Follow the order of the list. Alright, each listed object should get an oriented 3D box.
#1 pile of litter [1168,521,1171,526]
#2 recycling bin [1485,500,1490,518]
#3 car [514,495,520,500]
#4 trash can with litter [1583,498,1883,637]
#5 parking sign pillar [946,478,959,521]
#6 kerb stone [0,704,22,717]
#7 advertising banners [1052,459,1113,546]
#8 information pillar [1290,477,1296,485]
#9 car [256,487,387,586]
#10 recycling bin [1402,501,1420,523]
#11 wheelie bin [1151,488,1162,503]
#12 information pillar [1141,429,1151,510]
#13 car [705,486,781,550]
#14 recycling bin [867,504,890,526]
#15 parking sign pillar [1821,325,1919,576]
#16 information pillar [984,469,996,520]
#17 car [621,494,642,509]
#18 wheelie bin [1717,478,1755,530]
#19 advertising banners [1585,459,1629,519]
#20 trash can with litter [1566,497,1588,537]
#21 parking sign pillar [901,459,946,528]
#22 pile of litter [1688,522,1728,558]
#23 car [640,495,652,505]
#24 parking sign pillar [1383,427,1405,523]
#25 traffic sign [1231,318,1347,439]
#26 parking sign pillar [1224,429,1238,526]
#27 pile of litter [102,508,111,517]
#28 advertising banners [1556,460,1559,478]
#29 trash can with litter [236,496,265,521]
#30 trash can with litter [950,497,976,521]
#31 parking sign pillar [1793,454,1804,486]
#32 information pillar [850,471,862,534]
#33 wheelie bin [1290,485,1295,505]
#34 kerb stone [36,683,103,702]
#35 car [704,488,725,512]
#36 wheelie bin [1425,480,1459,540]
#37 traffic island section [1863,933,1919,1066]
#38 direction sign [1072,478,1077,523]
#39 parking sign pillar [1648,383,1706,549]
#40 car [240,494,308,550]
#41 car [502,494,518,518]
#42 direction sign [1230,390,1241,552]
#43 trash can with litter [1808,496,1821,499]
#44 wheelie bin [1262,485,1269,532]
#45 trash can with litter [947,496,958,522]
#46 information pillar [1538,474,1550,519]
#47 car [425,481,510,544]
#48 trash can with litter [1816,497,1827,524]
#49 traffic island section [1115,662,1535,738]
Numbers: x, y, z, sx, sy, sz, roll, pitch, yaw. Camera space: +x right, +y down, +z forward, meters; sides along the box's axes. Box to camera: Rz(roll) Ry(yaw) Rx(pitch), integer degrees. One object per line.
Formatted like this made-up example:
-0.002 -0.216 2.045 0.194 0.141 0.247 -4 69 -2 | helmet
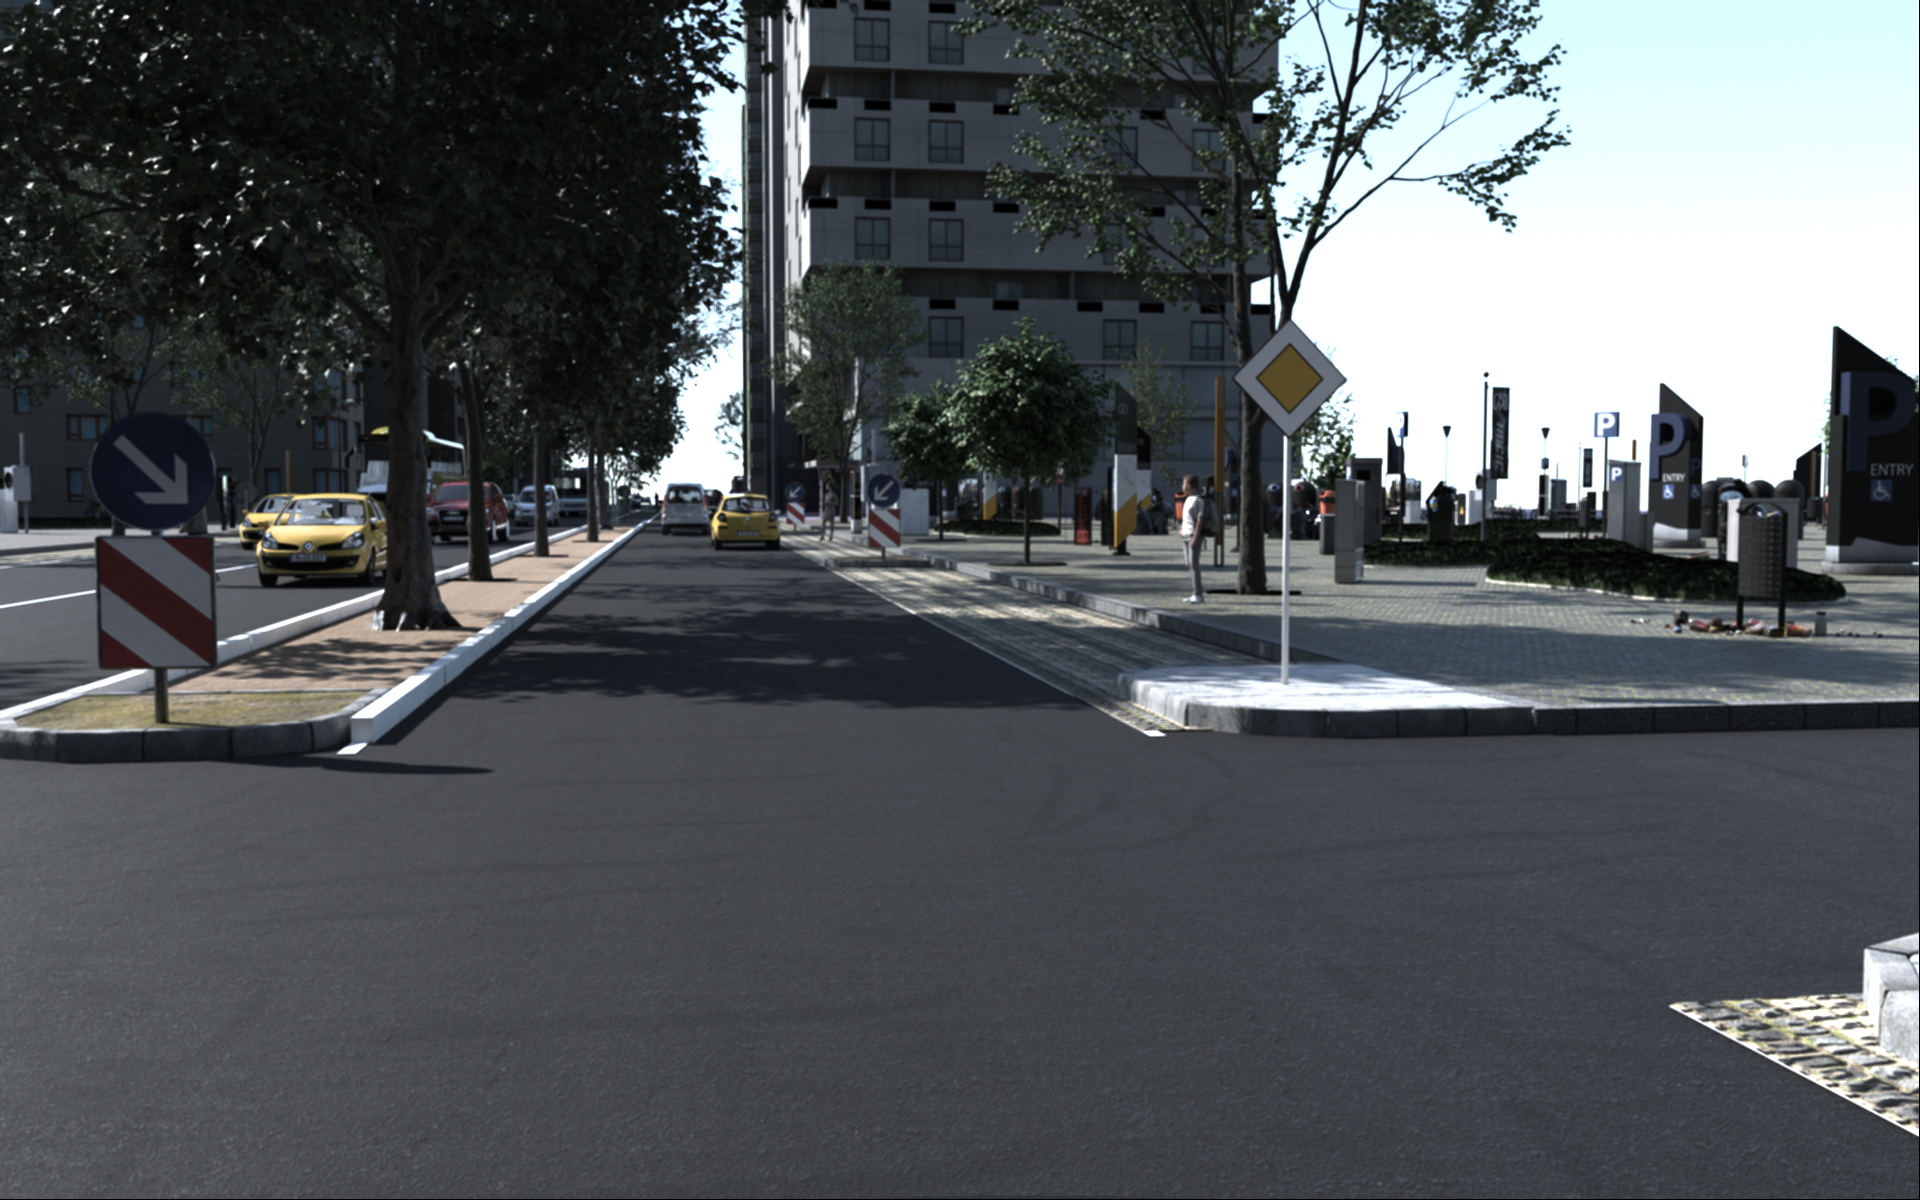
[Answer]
7.742 -3.417 69.828 1.719 0.858 1.176 0 4 -1 | pile of litter
24.761 -4.274 82.431 0.722 1.027 0.722 0 4 -5 | recycling bin
-30.378 -6.555 119.542 2.083 1.381 4.827 -1 4 -8 | car
7.339 -0.322 16.319 1.678 1.210 2.233 -1 4 -19 | trash can with litter
-0.343 -5.840 83.962 1.447 3.967 1.447 3 5 42 | parking sign pillar
-5.588 0.740 10.093 0.120 0.150 1.000 -1 4 -9 | kerb stone
3.104 -2.882 43.311 2.074 3.025 0.090 2 4 33 | advertising banners
14.460 -4.356 75.717 0.304 2.012 0.304 -2 4 -33 | information pillar
-10.328 -1.111 28.390 2.015 1.641 3.980 -1 4 -11 | car
17.158 -3.292 66.380 0.722 1.027 0.722 3 5 43 | recycling bin
9.997 -4.957 88.955 0.693 1.594 0.980 -1 4 -13 | wheelie bin
6.227 -4.130 58.874 0.504 3.616 0.183 0 4 4 | information pillar
-5.690 -2.169 45.691 2.015 1.641 3.980 -1 4 -10 | car
-3.310 -3.522 70.144 0.722 1.027 0.722 -2 4 -35 | recycling bin
14.641 -2.399 27.701 1.447 3.967 1.447 0 4 -1 | parking sign pillar
1.144 -4.583 66.281 0.504 3.616 0.183 -1 4 -16 | information pillar
-32.506 -9.881 171.335 2.009 1.686 4.222 -1 4 -10 | car
15.240 -1.595 33.986 0.693 1.594 0.980 1 4 15 | wheelie bin
32.627 -5.576 87.350 2.074 3.025 0.090 1 4 11 | advertising banners
17.728 -2.326 49.080 1.678 1.210 2.233 0 4 1 | trash can with litter
-1.530 -4.694 65.220 1.447 3.967 1.447 -1 4 -16 | parking sign pillar
12.588 -0.904 28.744 1.719 0.858 1.176 0 4 1 | pile of litter
-43.462 -13.847 238.983 1.945 1.354 3.894 -1 4 -9 | car
17.575 -4.978 69.868 1.447 3.967 1.447 2 4 27 | parking sign pillar
2.208 -0.573 11.560 0.795 2.593 0.064 -1 4 -9 | traffic sign
10.958 -5.039 70.866 1.447 3.967 1.447 -1 4 -17 | parking sign pillar
-33.684 -3.300 67.916 1.176 0.858 1.719 0 4 -3 | pile of litter
30.376 -5.599 87.734 0.090 3.025 2.074 1 4 10 | advertising banners
-32.946 -4.286 81.134 2.233 1.210 1.678 1 4 21 | trash can with litter
0.024 -3.256 64.630 1.055 1.170 0.624 -3 4 -39 | trash can with litter
44.070 -6.218 90.128 1.447 3.967 1.447 0 4 -3 | parking sign pillar
-3.347 -3.150 55.992 0.304 2.012 0.304 -1 4 -22 | information pillar
14.690 -4.102 74.973 0.980 1.594 0.693 -1 4 -14 | wheelie bin
-5.742 0.681 11.104 0.120 0.150 1.000 -1 4 -9 | kerb stone
-16.129 -6.219 110.353 2.281 1.827 5.304 0 4 -7 | car
10.870 -1.906 39.070 0.693 1.594 0.980 1 4 21 | wheelie bin
3.486 1.133 3.760 2.009 0.180 2.903 -1 4 -9 | traffic island section
5.108 -5.159 76.349 0.379 3.537 0.876 1 4 13 | direction sign
17.080 -3.234 41.350 1.447 3.967 1.447 -1 4 -22 | parking sign pillar
-17.798 -2.181 45.880 2.015 1.641 3.980 0 4 -8 | car
-27.514 -5.656 104.275 2.131 1.459 4.920 -1 4 -9 | car
6.152 -2.823 38.161 0.379 3.537 0.876 0 4 7 | direction sign
34.024 -3.596 69.849 2.233 1.210 1.678 3 4 36 | trash can with litter
10.381 -3.061 57.961 0.980 1.594 0.693 2 4 29 | wheelie bin
-0.032 -4.150 78.909 1.678 1.210 2.233 0 4 -2 | trash can with litter
21.751 -3.673 64.541 0.304 2.012 0.304 3 5 40 | information pillar
-14.631 -2.613 51.401 2.281 1.827 5.304 0 4 -8 | car
36.673 -3.784 73.250 0.624 1.170 1.055 -1 4 -9 | trash can with litter
2.230 0.650 11.646 2.009 0.180 2.903 -1 4 -9 | traffic island section
